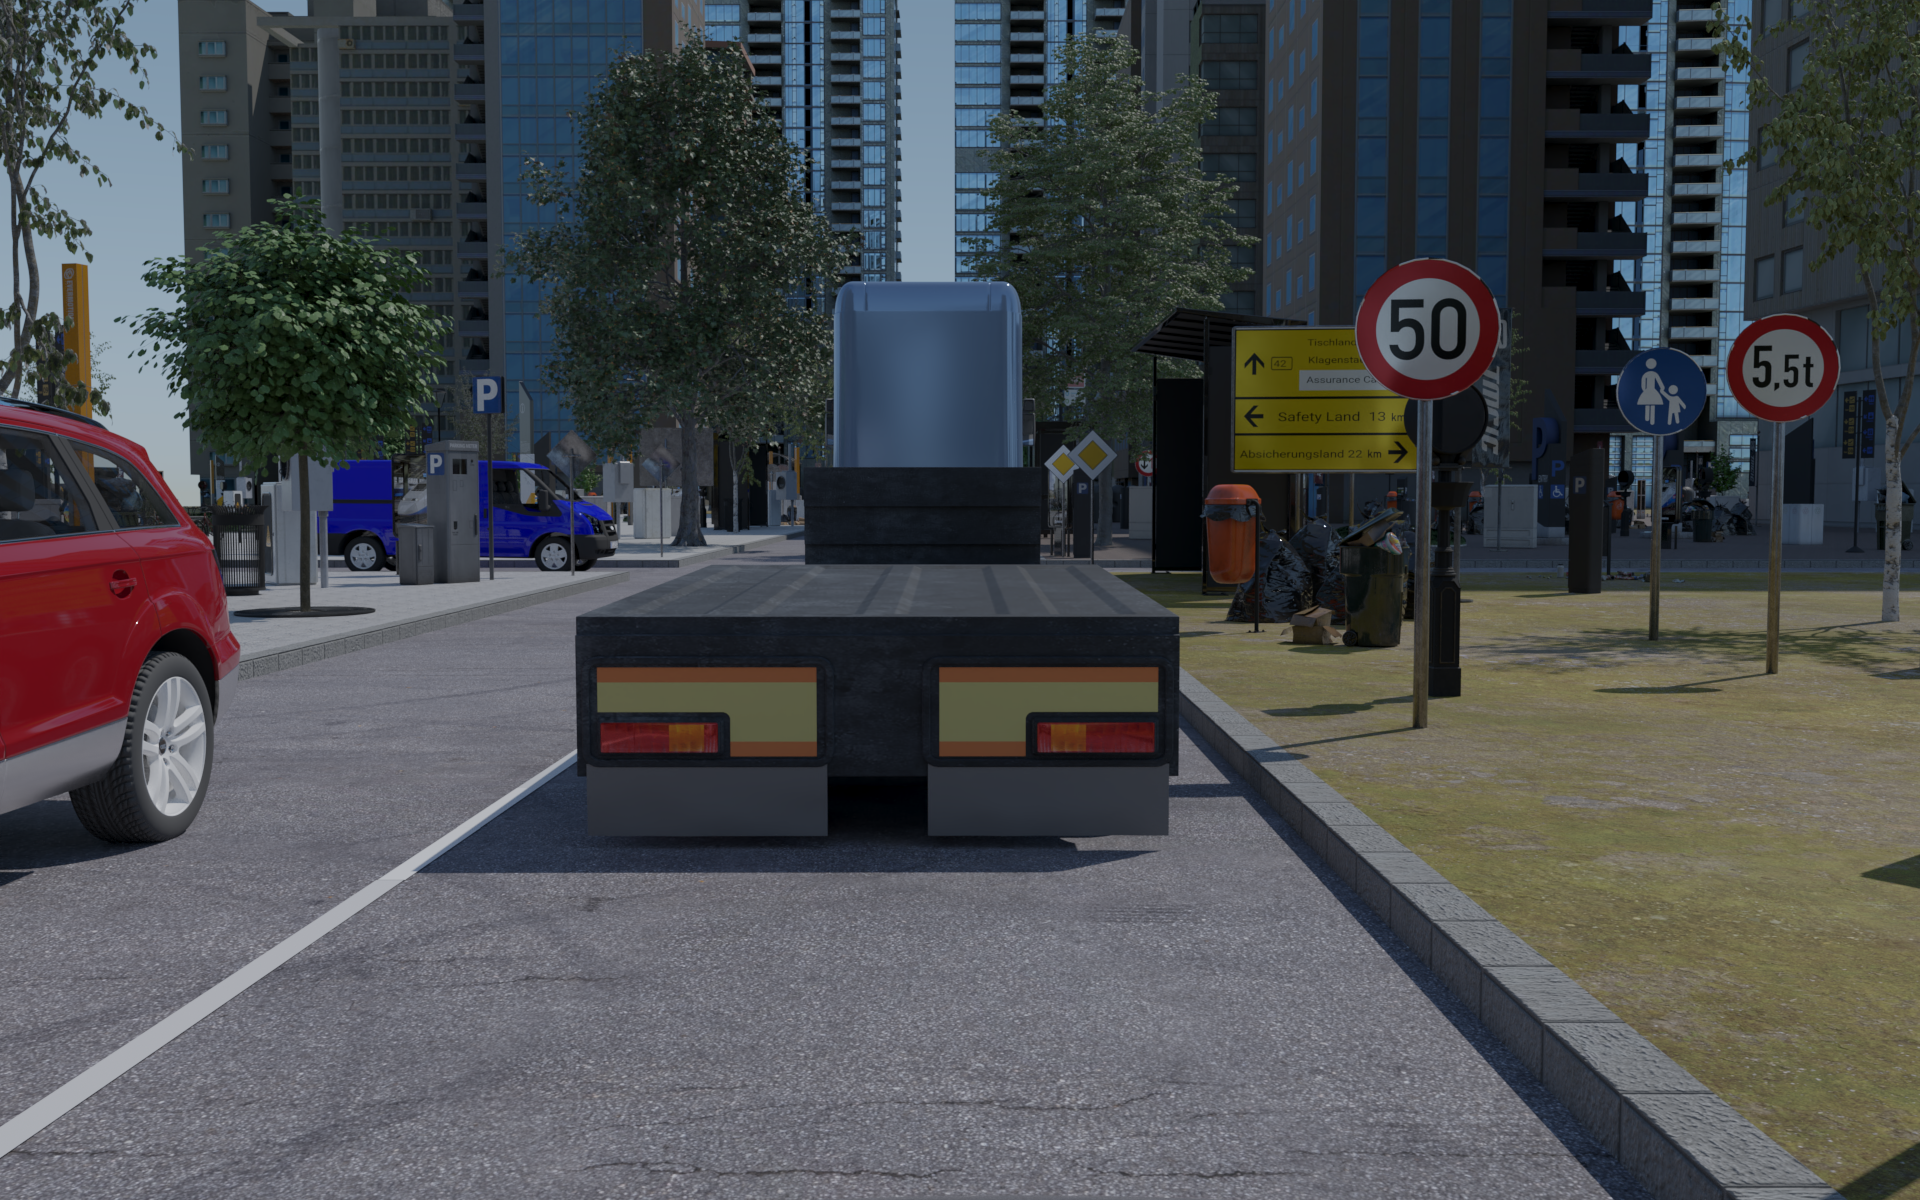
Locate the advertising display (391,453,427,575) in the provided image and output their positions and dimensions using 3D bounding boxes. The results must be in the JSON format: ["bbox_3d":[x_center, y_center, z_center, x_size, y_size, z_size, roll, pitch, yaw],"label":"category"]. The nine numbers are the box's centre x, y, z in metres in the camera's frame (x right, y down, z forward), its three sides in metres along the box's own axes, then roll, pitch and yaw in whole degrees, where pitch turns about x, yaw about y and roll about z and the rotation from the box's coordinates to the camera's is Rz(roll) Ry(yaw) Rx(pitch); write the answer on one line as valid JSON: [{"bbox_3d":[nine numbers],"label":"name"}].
[{"bbox_3d":[-8.480,-1.355,27.371,0.974,1.923,0.123,0,4,4],"label":"advertising display"}]

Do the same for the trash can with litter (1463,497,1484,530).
[{"bbox_3d":[18.695,-3.128,62.538,1.055,1.170,0.624,-3,5,-40],"label":"trash can with litter"}]

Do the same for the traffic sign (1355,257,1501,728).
[{"bbox_3d":[2.527,-0.571,9.437,0.768,2.556,0.104,1,4,8],"label":"traffic sign"}]

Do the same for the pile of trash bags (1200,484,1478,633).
[{"bbox_3d":[3.484,-0.459,17.250,1.912,1.369,3.447,3,5,40],"label":"pile of trash bags"}]

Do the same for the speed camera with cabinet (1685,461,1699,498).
[{"bbox_3d":[42.658,-6.592,102.115,2.038,3.252,0.660,-1,4,-18],"label":"speed camera with cabinet"}]

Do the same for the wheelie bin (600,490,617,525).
[{"bbox_3d":[-14.675,-3.970,72.818,0.693,1.594,0.980,3,5,42],"label":"wheelie bin"}]

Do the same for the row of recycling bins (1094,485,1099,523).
[{"bbox_3d":[4.732,-4.230,76.268,3.534,1.692,1.069,-1,4,-9],"label":"row of recycling bins"}]

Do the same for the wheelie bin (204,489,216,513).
[{"bbox_3d":[-46.078,-6.015,106.247,0.693,1.594,0.980,-1,4,-12],"label":"wheelie bin"}]

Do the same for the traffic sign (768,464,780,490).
[{"bbox_3d":[-7.971,-4.475,73.279,0.768,2.556,0.104,0,4,7],"label":"traffic sign"}]

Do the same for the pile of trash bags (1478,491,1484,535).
[{"bbox_3d":[16.423,-2.831,56.042,1.912,1.369,3.447,2,4,25],"label":"pile of trash bags"}]

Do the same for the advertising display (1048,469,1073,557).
[{"bbox_3d":[2.065,-1.865,35.715,0.123,1.923,0.974,-1,4,-21],"label":"advertising display"}]

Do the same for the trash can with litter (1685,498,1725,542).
[{"bbox_3d":[19.916,-2.131,46.234,1.055,1.170,0.624,-2,4,-35],"label":"trash can with litter"}]

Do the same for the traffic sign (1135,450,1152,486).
[{"bbox_3d":[5.442,-3.059,50.121,0.768,2.556,0.104,0,4,3],"label":"traffic sign"}]

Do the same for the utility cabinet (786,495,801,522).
[{"bbox_3d":[-7.934,-4.272,81.012,1.020,1.237,0.306,0,4,1],"label":"utility cabinet"}]

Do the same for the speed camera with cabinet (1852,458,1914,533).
[{"bbox_3d":[30.439,-3.840,57.116,0.660,3.252,2.038,-1,4,-16],"label":"speed camera with cabinet"}]

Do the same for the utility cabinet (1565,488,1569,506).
[{"bbox_3d":[20.402,-3.096,59.304,1.173,1.500,0.318,0,4,-6],"label":"utility cabinet"}]

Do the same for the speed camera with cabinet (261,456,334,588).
[{"bbox_3d":[-9.285,-1.826,24.187,0.660,3.252,2.038,-2,4,-32],"label":"speed camera with cabinet"}]

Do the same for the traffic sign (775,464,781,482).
[{"bbox_3d":[-7.743,-4.567,74.673,0.884,2.594,0.081,0,4,6],"label":"traffic sign"}]

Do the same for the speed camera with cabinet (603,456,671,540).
[{"bbox_3d":[-9.213,-3.370,49.431,0.660,3.252,2.038,3,5,40],"label":"speed camera with cabinet"}]

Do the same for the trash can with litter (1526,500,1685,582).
[{"bbox_3d":[9.754,-0.909,25.916,1.678,1.210,2.233,-2,4,-28],"label":"trash can with litter"}]

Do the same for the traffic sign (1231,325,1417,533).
[{"bbox_3d":[4.427,-1.659,20.992,2.265,3.308,0.079,0,4,6],"label":"traffic sign"}]

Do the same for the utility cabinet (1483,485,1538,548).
[{"bbox_3d":[13.040,-1.979,41.042,1.173,1.500,0.318,3,4,36],"label":"utility cabinet"}]

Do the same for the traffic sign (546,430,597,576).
[{"bbox_3d":[-6.074,-1.437,27.131,0.795,2.450,0.064,0,4,0],"label":"traffic sign"}]

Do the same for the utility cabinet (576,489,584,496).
[{"bbox_3d":[-17.653,-4.329,79.465,0.318,1.500,1.173,-3,4,-39],"label":"utility cabinet"}]

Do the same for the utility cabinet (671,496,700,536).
[{"bbox_3d":[-8.445,-2.540,52.699,1.020,1.237,0.306,-2,4,-27],"label":"utility cabinet"}]

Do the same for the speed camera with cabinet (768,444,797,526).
[{"bbox_3d":[-7.332,-4.565,68.973,0.660,3.252,2.038,-3,5,-43],"label":"speed camera with cabinet"}]

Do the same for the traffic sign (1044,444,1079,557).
[{"bbox_3d":[2.091,-1.922,35.075,0.795,2.450,0.064,0,4,0],"label":"traffic sign"}]

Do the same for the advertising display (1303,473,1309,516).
[{"bbox_3d":[10.364,-2.912,52.825,0.123,1.923,0.974,-1,4,-15],"label":"advertising display"}]

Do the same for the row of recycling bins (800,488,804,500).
[{"bbox_3d":[-9.348,-5.605,98.755,1.069,1.692,3.534,0,4,-4],"label":"row of recycling bins"}]

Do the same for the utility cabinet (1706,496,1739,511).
[{"bbox_3d":[26.417,-2.981,59.903,1.020,1.237,0.306,-1,4,-18],"label":"utility cabinet"}]

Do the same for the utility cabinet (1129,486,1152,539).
[{"bbox_3d":[5.351,-2.456,48.837,1.173,1.500,0.318,3,4,36],"label":"utility cabinet"}]

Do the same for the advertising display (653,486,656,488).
[{"bbox_3d":[-17.673,-5.809,100.190,0.123,1.923,0.974,-1,4,-16],"label":"advertising display"}]

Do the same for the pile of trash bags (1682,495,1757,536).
[{"bbox_3d":[23.564,-2.764,54.938,1.912,1.369,3.447,-1,4,-15],"label":"pile of trash bags"}]

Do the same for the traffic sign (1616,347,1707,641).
[{"bbox_3d":[6.087,-0.918,15.121,0.768,2.556,0.104,0,4,4],"label":"traffic sign"}]

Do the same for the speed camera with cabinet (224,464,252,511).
[{"bbox_3d":[-39.207,-6.098,94.040,0.660,3.252,2.038,0,4,6],"label":"speed camera with cabinet"}]

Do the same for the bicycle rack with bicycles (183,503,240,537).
[{"bbox_3d":[-23.642,-2.364,52.026,2.852,0.926,2.925,3,5,43],"label":"bicycle rack with bicycles"}]

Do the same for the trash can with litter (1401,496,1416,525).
[{"bbox_3d":[12.949,-2.465,51.361,2.233,1.210,1.678,0,4,7],"label":"trash can with litter"}]

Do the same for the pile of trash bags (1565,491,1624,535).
[{"bbox_3d":[19.812,-2.799,55.509,3.447,1.369,1.912,-1,4,-17],"label":"pile of trash bags"}]

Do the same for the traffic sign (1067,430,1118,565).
[{"bbox_3d":[2.070,-1.434,27.090,0.795,2.450,0.064,0,4,0],"label":"traffic sign"}]

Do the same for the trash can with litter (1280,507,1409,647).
[{"bbox_3d":[3.257,-0.202,14.682,1.055,1.170,0.624,2,4,26],"label":"trash can with litter"}]

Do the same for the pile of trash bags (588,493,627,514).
[{"bbox_3d":[-22.033,-6.056,108.773,1.912,1.369,3.447,2,4,35],"label":"pile of trash bags"}]

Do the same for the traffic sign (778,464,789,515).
[{"bbox_3d":[-7.597,-4.535,74.249,0.768,2.556,0.104,0,4,6],"label":"traffic sign"}]

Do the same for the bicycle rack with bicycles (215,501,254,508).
[{"bbox_3d":[-38.935,-4.768,91.338,2.925,0.926,2.852,0,4,-3],"label":"bicycle rack with bicycles"}]

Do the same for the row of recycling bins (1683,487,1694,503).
[{"bbox_3d":[40.934,-5.638,99.296,1.069,1.692,3.534,0,4,-6],"label":"row of recycling bins"}]

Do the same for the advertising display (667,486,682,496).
[{"bbox_3d":[-13.904,-4.897,85.275,0.974,1.923,0.123,1,4,17],"label":"advertising display"}]

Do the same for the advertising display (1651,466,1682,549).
[{"bbox_3d":[16.495,-2.157,40.488,0.123,1.923,0.974,-1,4,-12],"label":"advertising display"}]

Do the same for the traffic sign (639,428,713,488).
[{"bbox_3d":[-8.698,-3.623,53.114,2.265,3.308,0.079,0,4,1],"label":"traffic sign"}]

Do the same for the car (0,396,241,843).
[{"bbox_3d":[-4.257,0.183,5.676,2.281,1.827,5.304,0,4,0],"label":"car"}]

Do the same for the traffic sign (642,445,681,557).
[{"bbox_3d":[-6.053,-1.925,35.116,0.795,2.450,0.064,0,4,0],"label":"traffic sign"}]

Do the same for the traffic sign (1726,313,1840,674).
[{"bbox_3d":[5.812,-0.747,12.318,0.768,2.556,0.104,0,4,7],"label":"traffic sign"}]

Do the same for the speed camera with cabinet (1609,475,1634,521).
[{"bbox_3d":[31.013,-5.352,81.840,0.660,3.252,2.038,-1,4,-14],"label":"speed camera with cabinet"}]

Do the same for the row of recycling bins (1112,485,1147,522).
[{"bbox_3d":[8.256,-4.426,79.471,3.534,1.692,1.069,-2,4,-34],"label":"row of recycling bins"}]

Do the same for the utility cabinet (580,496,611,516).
[{"bbox_3d":[-10.973,-2.488,51.841,1.020,1.237,0.306,1,4,14],"label":"utility cabinet"}]
